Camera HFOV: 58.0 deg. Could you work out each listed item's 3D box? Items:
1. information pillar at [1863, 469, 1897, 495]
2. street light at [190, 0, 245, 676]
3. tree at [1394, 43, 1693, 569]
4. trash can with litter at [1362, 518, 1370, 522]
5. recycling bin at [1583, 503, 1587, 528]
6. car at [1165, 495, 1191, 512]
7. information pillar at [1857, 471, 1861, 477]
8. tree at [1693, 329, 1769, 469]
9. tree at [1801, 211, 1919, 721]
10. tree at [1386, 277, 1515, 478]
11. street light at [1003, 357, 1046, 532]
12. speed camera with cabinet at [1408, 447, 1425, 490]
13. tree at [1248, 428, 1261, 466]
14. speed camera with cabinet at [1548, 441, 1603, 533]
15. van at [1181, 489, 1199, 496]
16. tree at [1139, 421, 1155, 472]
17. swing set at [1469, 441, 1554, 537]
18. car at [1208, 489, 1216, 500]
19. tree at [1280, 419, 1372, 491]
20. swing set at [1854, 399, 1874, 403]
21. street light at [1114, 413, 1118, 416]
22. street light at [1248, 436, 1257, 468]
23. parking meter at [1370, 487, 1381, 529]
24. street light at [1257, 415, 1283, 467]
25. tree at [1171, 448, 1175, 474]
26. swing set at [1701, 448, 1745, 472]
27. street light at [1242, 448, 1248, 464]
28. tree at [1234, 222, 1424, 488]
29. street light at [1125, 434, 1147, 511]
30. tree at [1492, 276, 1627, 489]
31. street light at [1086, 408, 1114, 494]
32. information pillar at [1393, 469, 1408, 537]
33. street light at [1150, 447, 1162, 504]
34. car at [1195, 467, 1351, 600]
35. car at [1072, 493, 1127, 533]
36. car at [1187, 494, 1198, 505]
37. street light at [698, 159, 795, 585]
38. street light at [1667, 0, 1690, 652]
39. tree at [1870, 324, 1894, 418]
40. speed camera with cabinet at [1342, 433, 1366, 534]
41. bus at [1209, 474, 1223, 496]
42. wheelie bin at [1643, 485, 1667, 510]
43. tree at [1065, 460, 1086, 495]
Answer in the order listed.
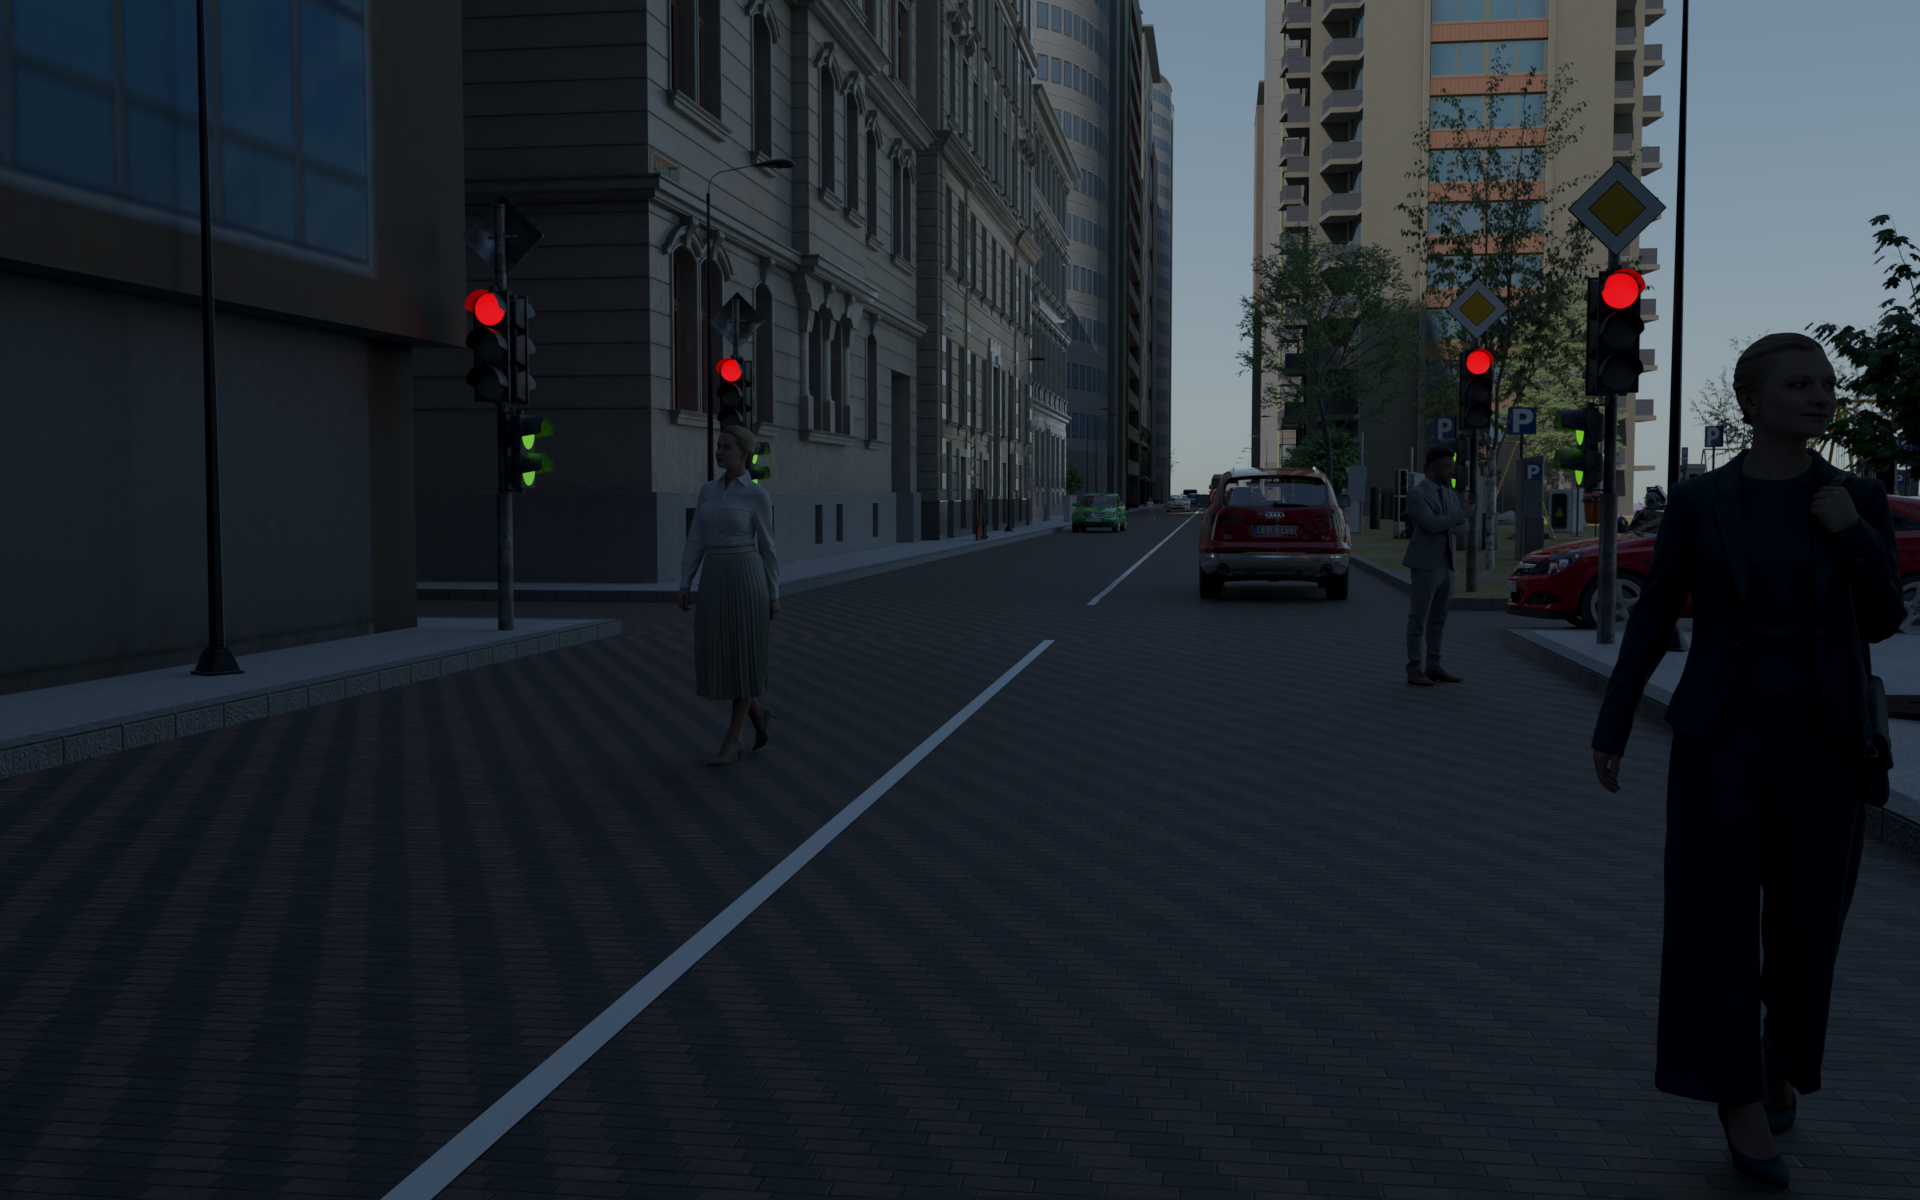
[{"bbox_3d":[11.789,-1.085,22.227,0.304,2.012,0.304,0,4,4],"label":"information pillar"},{"bbox_3d":[-4.765,-2.419,12.098,1.470,5.913,1.316,1,4,8],"label":"street light"},{"bbox_3d":[9.291,-4.835,29.410,4.360,8.622,3.978,0,3,0],"label":"tree"},{"bbox_3d":[18.594,-4.198,79.701,1.678,1.210,2.233,2,4,30],"label":"trash can with litter"},{"bbox_3d":[23.055,-3.211,65.059,0.722,1.027,0.722,-2,4,-28],"label":"recycling bin"},{"bbox_3d":[17.528,-7.745,138.992,2.083,1.381,4.827,0,4,8],"label":"car"},{"bbox_3d":[46.228,-5.966,88.896,0.504,3.616,0.183,1,4,18],"label":"information pillar"},{"bbox_3d":[35.231,-7.802,77.926,4.360,8.622,3.978,0,3,0],"label":"tree"},{"bbox_3d":[5.843,-0.952,10.169,1.663,3.219,1.824,0,3,0],"label":"tree"},{"bbox_3d":[16.653,-6.571,57.800,4.737,8.622,4.395,0,3,0],"label":"tree"},{"bbox_3d":[2.203,-5.281,58.880,1.470,5.913,1.316,1,4,8],"label":"street light"},{"bbox_3d":[19.541,-4.801,72.830,0.660,3.252,2.038,-1,4,-21],"label":"speed camera with cabinet"},{"bbox_3d":[31.882,-14.027,179.702,4.360,8.622,3.978,0,3,0],"label":"tree"},{"bbox_3d":[20.428,-3.839,57.108,0.660,3.252,2.038,-2,4,-32],"label":"speed camera with cabinet"},{"bbox_3d":[27.670,-12.467,208.222,2.240,2.365,5.245,0,4,7],"label":"van"},{"bbox_3d":[17.331,-13.640,173.374,4.360,8.622,3.978,0,3,0],"label":"tree"},{"bbox_3d":[15.786,-3.347,52.351,2.862,2.851,3.119,-2,4,-25],"label":"swing set"},{"bbox_3d":[20.937,-7.911,138.020,2.281,1.827,5.304,0,4,7],"label":"car"},{"bbox_3d":[16.217,-5.613,75.491,4.285,4.588,4.351,0,3,0],"label":"tree"},{"bbox_3d":[16.057,-1.882,28.383,3.119,2.851,2.862,1,4,10],"label":"swing set"},{"bbox_3d":[8.401,-7.795,99.995,1.470,5.913,1.316,1,4,8],"label":"street light"},{"bbox_3d":[23.776,-10.084,137.411,1.470,5.913,1.316,1,4,8],"label":"street light"},{"bbox_3d":[15.168,-3.356,63.289,0.372,1.533,0.369,0,3,0],"label":"parking meter"},{"bbox_3d":[18.460,-7.934,102.258,1.470,5.913,1.316,1,4,8],"label":"street light"},{"bbox_3d":[30.214,-18.754,256.981,4.360,8.622,3.978,0,3,0],"label":"tree"},{"bbox_3d":[26.992,-3.763,59.138,3.119,2.851,2.862,1,4,11],"label":"swing set"},{"bbox_3d":[30.780,-13.005,185.173,1.470,5.913,1.316,1,4,8],"label":"street light"},{"bbox_3d":[14.218,-8.639,67.010,9.928,11.665,9.643,0,3,0],"label":"tree"},{"bbox_3d":[13.582,-9.915,134.654,1.470,5.913,1.316,1,4,8],"label":"street light"},{"bbox_3d":[31.219,-10.567,90.894,7.486,12.596,7.792,0,3,0],"label":"tree"},{"bbox_3d":[7.406,-7.400,93.536,1.470,5.913,1.316,1,4,8],"label":"street light"},{"bbox_3d":[13.093,-2.874,51.478,0.304,2.012,0.304,-1,4,-18],"label":"information pillar"},{"bbox_3d":[18.792,-12.074,169.947,1.470,5.913,1.316,1,4,8],"label":"street light"},{"bbox_3d":[4.547,-1.010,25.188,2.281,1.827,5.304,1,4,10],"label":"car"},{"bbox_3d":[5.309,-3.493,65.907,1.959,1.807,4.718,1,4,10],"label":"car"},{"bbox_3d":[27.304,-11.811,202.705,1.945,1.707,3.694,0,4,7],"label":"car"},{"bbox_3d":[-2.978,-3.161,24.220,1.470,5.913,1.316,1,4,8],"label":"street light"},{"bbox_3d":[5.301,-2.545,14.148,1.470,5.913,1.316,1,4,8],"label":"street light"},{"bbox_3d":[38.193,-7.441,72.021,4.360,8.622,3.978,0,3,0],"label":"tree"},{"bbox_3d":[12.839,-3.805,56.545,0.660,3.252,2.038,0,4,7],"label":"speed camera with cabinet"},{"bbox_3d":[25.215,-10.423,165.272,2.948,3.499,13.247,1,4,8],"label":"bus"},{"bbox_3d":[29.373,-3.996,73.235,0.980,1.594,0.693,2,4,32],"label":"wheelie bin"},{"bbox_3d":[6.438,-6.331,98.107,1.663,3.219,1.824,0,3,0],"label":"tree"}]
